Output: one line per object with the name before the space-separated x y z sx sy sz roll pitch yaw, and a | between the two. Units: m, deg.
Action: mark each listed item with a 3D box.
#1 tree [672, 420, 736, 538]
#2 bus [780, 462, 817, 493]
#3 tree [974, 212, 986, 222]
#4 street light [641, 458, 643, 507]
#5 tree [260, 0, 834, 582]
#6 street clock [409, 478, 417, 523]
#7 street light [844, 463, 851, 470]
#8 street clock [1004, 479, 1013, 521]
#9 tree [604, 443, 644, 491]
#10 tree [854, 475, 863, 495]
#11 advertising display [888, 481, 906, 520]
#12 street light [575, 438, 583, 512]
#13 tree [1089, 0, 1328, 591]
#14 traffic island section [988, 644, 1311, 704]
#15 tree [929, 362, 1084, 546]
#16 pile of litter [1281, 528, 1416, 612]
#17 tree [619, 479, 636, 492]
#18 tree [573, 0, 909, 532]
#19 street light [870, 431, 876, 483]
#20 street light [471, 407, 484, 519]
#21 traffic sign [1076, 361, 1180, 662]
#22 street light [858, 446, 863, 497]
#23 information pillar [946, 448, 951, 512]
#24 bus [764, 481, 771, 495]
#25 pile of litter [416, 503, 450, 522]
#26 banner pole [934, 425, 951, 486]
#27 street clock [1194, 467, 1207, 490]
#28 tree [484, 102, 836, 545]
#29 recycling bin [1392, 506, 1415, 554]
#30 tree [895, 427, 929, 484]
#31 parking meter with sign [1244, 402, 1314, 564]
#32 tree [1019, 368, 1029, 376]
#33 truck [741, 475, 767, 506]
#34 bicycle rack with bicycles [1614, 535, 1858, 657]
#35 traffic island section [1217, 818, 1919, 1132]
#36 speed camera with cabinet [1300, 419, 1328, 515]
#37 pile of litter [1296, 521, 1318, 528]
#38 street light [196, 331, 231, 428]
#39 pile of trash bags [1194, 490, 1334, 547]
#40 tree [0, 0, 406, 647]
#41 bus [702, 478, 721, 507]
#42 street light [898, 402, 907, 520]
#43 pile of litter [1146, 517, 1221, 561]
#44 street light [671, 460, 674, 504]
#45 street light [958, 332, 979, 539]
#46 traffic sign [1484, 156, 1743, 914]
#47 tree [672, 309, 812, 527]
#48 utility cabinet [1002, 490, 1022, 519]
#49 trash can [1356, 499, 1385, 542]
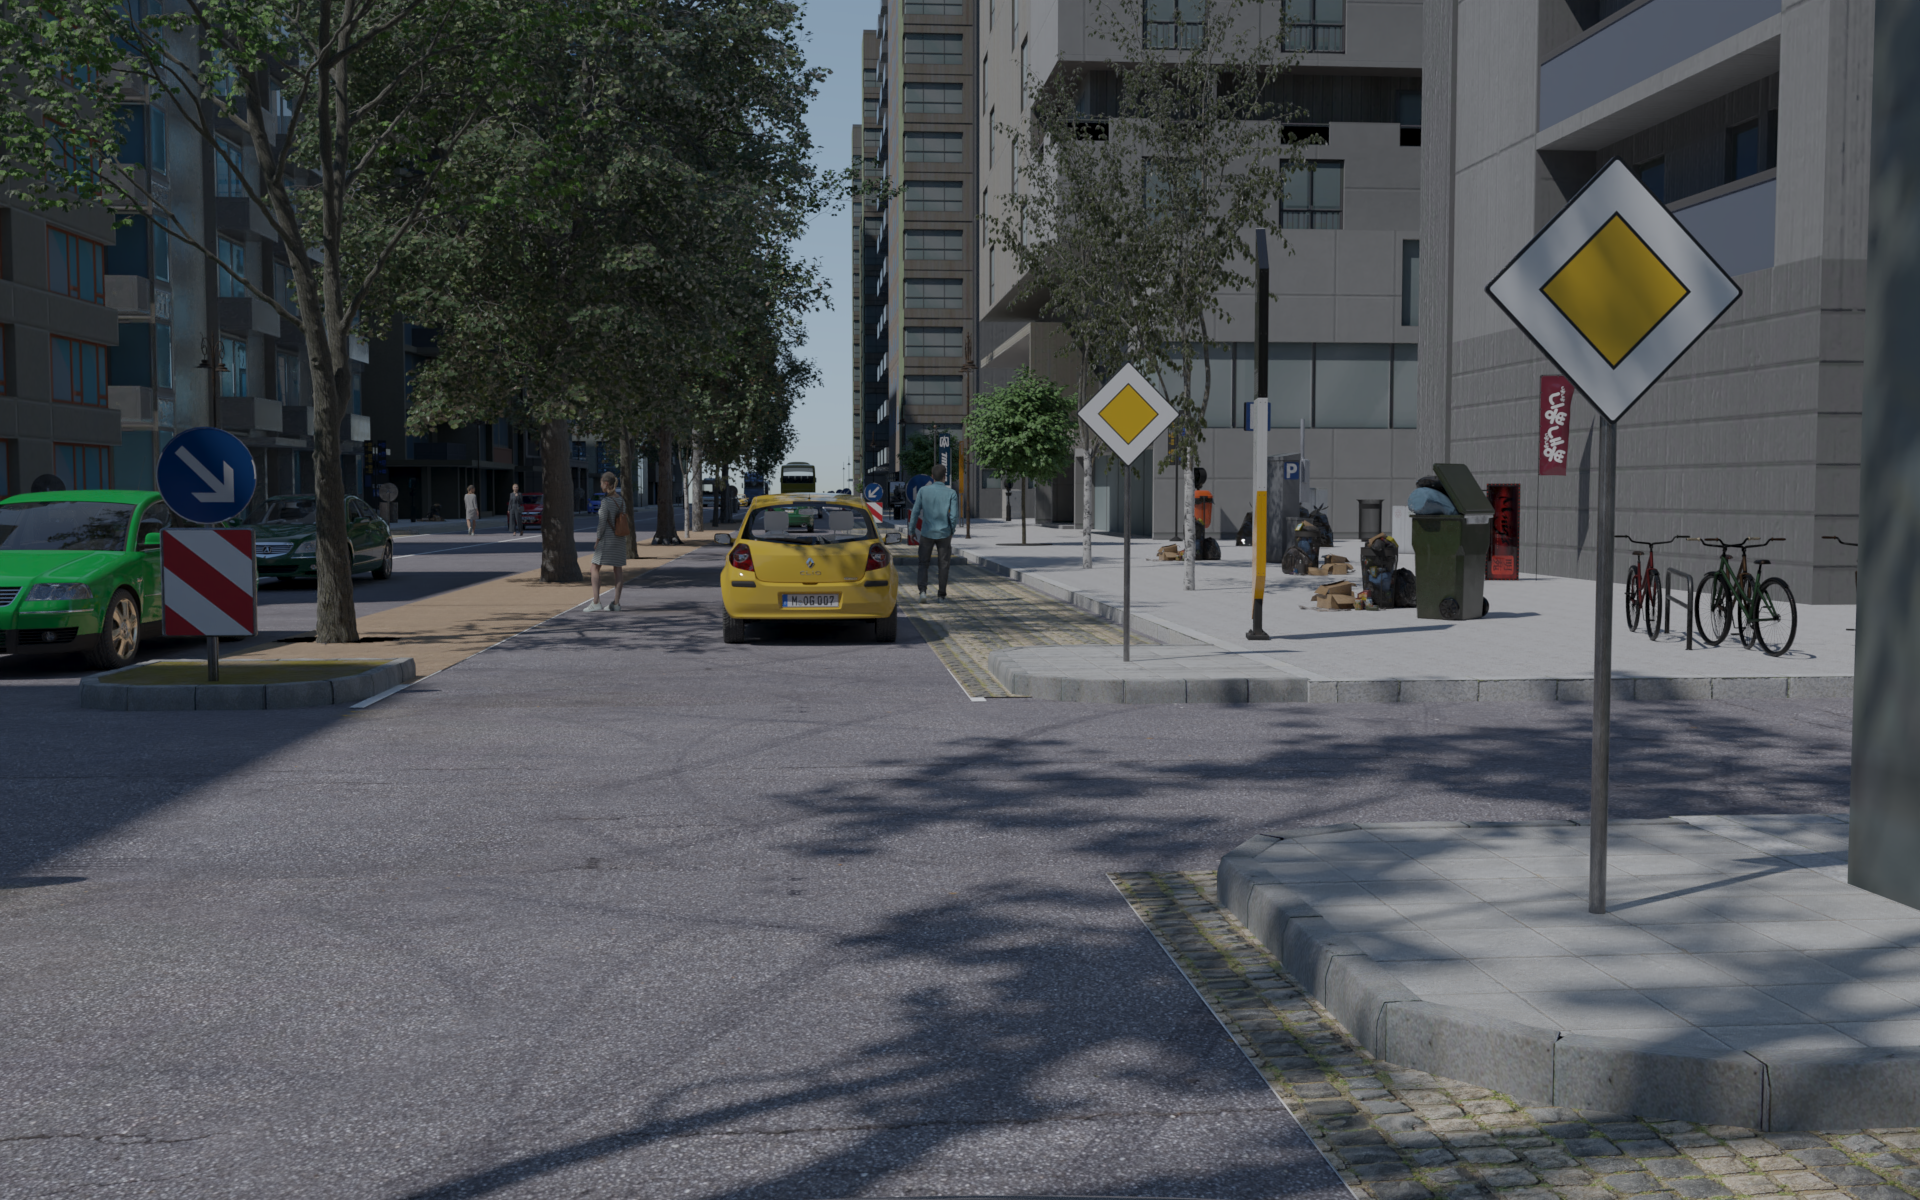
tree | -8.811 -6.291 55.670 4.360 8.622 3.978 0 3 0
bus | -12.247 -8.537 131.129 2.896 3.916 12.252 0 4 -5
tree | 2.429 -4.843 29.540 4.360 8.622 3.978 0 3 0
street light | -31.645 -12.174 171.829 0.468 5.910 1.993 0 4 -5
tree | -6.488 -7.255 27.729 9.857 13.997 8.962 0 3 0
street clock | -24.684 -4.499 78.130 0.358 2.002 0.471 -2 4 -31
street light | -13.353 -14.406 208.326 0.468 5.910 1.993 0 4 -5
street clock | 2.287 -4.704 81.486 0.358 2.002 0.471 3 4 37
tree | -31.389 -13.010 163.074 4.737 8.622 4.395 0 3 0
tree | -9.659 -10.884 172.555 1.663 3.219 1.824 0 3 0
advertising display | -3.109 -4.913 85.548 0.974 1.923 0.123 -3 4 -36
street light | -27.679 -9.358 125.785 0.468 5.910 1.993 0 4 -5
tree | 2.817 -4.428 22.760 4.360 8.622 3.978 0 3 0
traffic island section | 1.295 0.550 13.281 2.009 0.180 2.903 0 4 -5
tree | 1.689 -3.647 43.341 4.285 4.588 4.351 0 3 0
pile of litter | 4.502 -0.342 19.553 1.719 0.858 1.176 -2 4 -26
tree | -32.572 -10.687 169.334 1.663 3.219 1.824 0 3 0
tree | -8.598 -12.574 63.936 12.611 20.169 13.585 0 3 0
street light | -6.317 -9.399 126.459 0.468 5.910 1.993 0 4 -5
street light | -24.483 -7.049 88.041 0.468 5.910 1.993 0 4 -5
traffic sign | 1.272 -0.585 13.202 0.795 2.450 0.064 0 4 -5
street light | -9.438 -11.685 163.838 0.468 5.910 1.993 0 4 -5
information pillar | -0.618 -5.026 73.534 0.504 3.616 0.183 1 4 22
bus | -27.524 -14.924 238.863 2.948 3.499 13.247 0 4 -5
pile of litter | -24.616 -4.089 80.819 1.719 0.858 1.176 3 4 38
banner pole | -0.701 -4.456 62.879 0.863 3.779 0.401 2 4 31
street clock | 6.462 -2.595 47.001 0.358 2.002 0.471 -2 4 -32
tree | -8.298 -7.892 48.491 9.611 12.733 9.660 0 3 0
recycling bin | 9.781 -1.507 37.197 0.722 1.027 0.722 -3 4 -39
tree | -1.193 -5.741 77.586 4.285 4.588 4.351 0 3 0
parking meter with sign | 5.954 -2.196 32.164 0.543 3.016 1.738 -1 4 -22
tree | 4.306 -7.814 78.114 4.737 8.622 4.395 0 3 0
truck | -25.344 -13.746 214.500 2.967 4.110 18.799 0 4 -6
bicycle rack with bicycles | 6.918 -0.080 14.685 2.852 0.926 2.925 1 4 18
traffic island section | 1.973 1.037 5.325 2.009 0.180 2.903 0 4 -5
speed camera with cabinet | 9.207 -3.176 46.262 0.660 3.252 2.038 2 4 32
pile of litter | 5.847 -0.853 27.911 1.719 0.858 1.176 -3 5 -39
street light | -21.155 -4.674 49.203 0.468 5.910 1.993 0 4 -5
pile of trash bags | 7.263 -1.984 42.187 3.447 1.369 1.912 0 4 -7
tree | -6.120 -5.397 16.449 9.928 11.665 9.643 0 3 0
bus | -27.544 -12.070 192.211 2.948 3.499 13.247 0 4 -6
street light | -2.893 -6.977 86.857 0.468 5.910 1.993 0 4 -5
pile of litter | 4.343 -1.198 33.558 1.719 0.858 1.176 -1 4 -18
street light | -34.766 -14.468 209.335 0.468 5.910 1.993 0 4 -5
street light | 0.233 -4.691 49.478 0.468 5.910 1.993 0 4 -5
traffic sign | 1.950 -0.098 5.245 0.795 2.450 0.064 0 4 -5
tree | -10.621 -8.421 74.550 8.767 10.594 7.601 0 4 -5
utility cabinet | 2.616 -4.763 86.560 0.318 1.500 1.173 3 5 43
trash can | 10.991 -2.126 46.406 0.748 1.137 0.748 0 3 0
